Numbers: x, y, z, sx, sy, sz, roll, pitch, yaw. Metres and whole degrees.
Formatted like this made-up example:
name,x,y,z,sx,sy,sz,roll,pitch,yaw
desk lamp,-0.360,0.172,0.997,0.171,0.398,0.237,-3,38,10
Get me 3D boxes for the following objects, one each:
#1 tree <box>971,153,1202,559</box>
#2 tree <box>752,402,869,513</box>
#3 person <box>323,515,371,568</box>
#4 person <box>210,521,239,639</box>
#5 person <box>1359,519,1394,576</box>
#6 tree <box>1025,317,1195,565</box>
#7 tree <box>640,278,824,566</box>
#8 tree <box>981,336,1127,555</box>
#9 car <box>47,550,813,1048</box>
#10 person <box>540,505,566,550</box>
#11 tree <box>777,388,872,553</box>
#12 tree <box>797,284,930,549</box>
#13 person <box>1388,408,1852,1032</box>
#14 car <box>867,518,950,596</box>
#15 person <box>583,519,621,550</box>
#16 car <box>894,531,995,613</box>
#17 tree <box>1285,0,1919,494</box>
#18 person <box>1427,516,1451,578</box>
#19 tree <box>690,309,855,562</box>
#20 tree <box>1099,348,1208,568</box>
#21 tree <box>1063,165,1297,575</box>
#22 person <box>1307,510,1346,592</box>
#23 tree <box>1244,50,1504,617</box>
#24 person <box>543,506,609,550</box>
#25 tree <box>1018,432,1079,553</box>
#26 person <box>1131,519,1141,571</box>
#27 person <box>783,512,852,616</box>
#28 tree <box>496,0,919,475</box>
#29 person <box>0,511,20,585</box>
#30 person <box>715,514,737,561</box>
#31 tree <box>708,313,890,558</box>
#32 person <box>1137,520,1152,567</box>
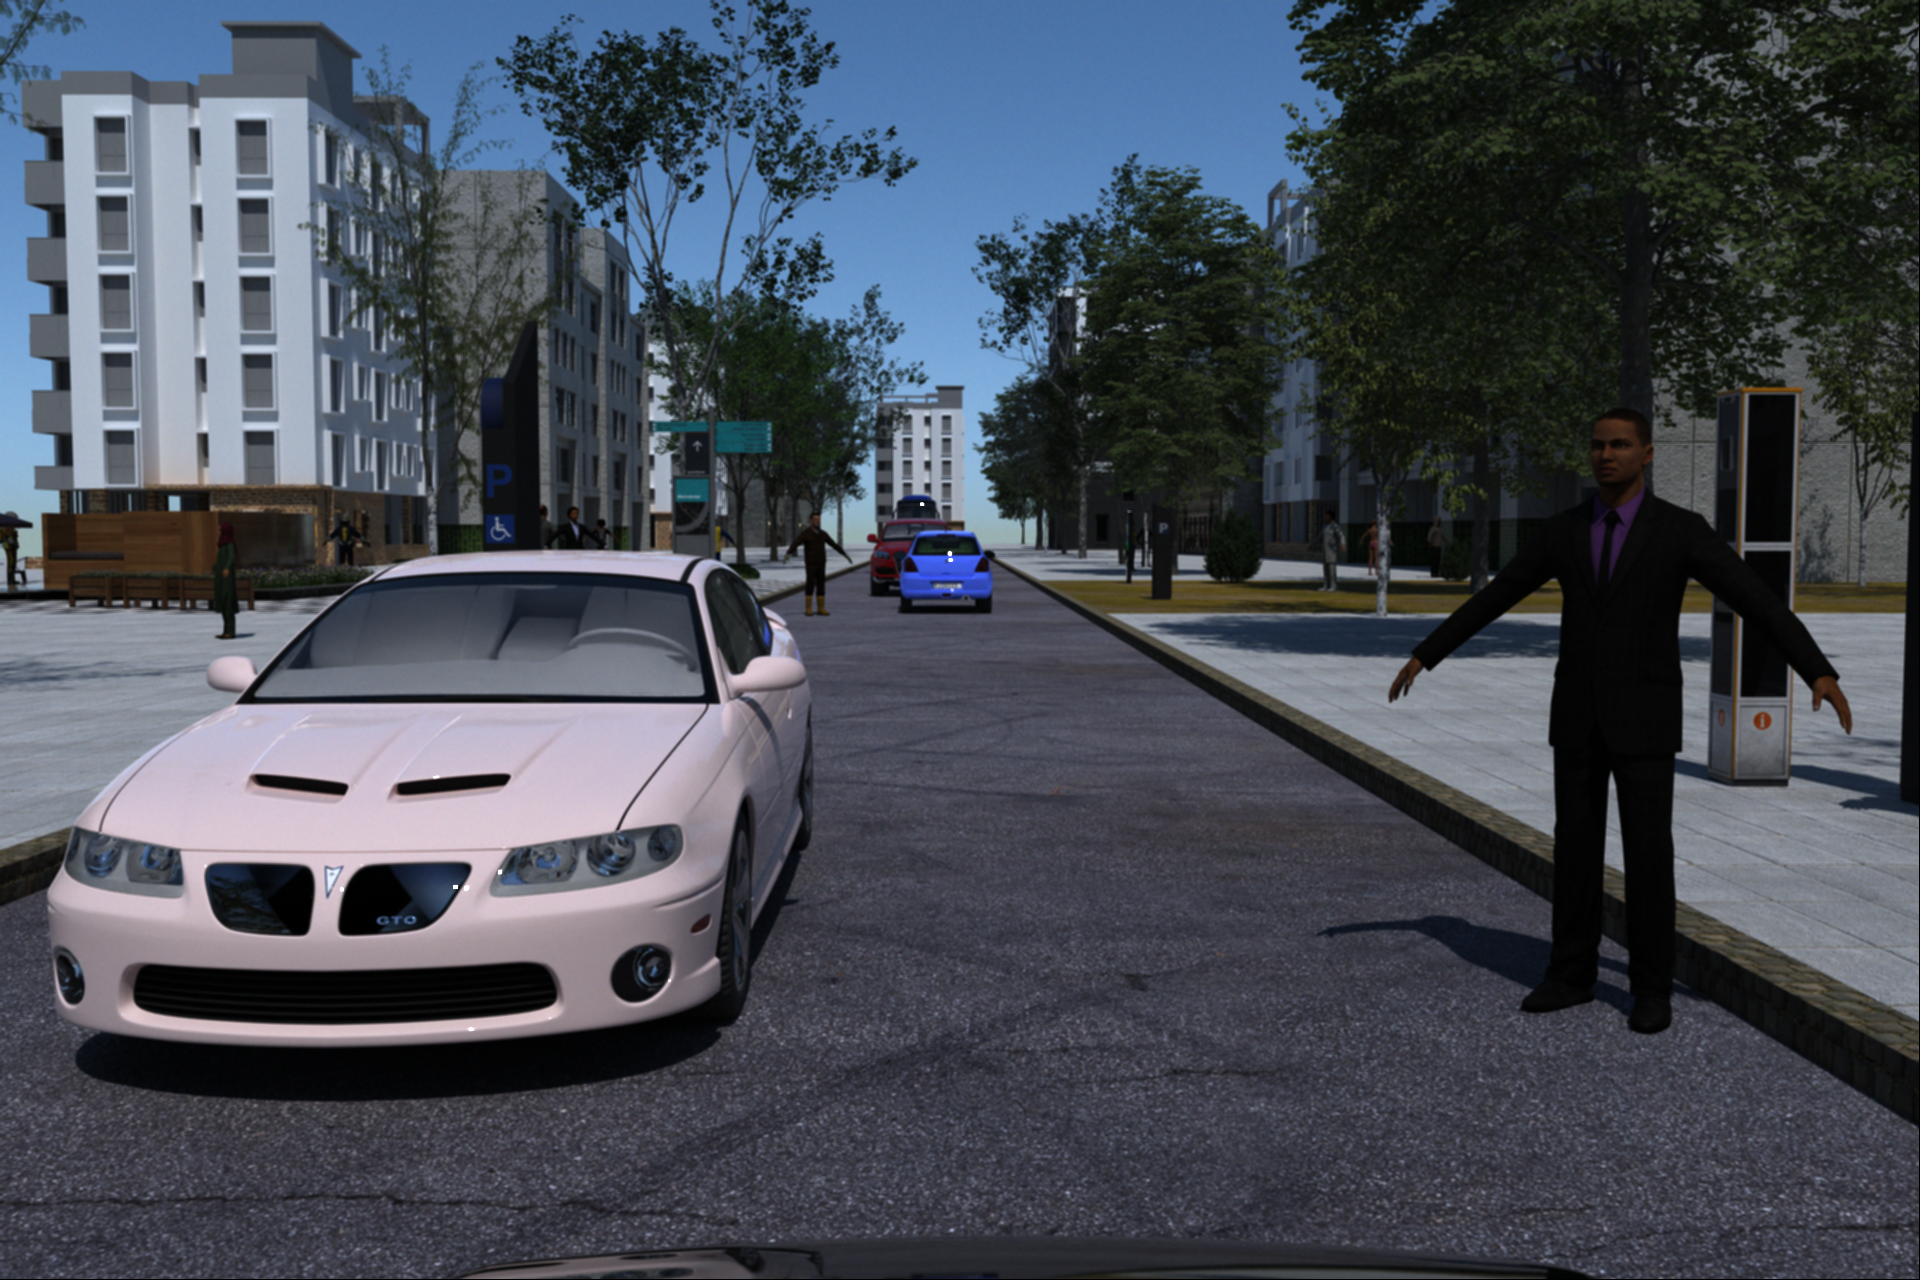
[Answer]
name,x,y,z,sx,sy,sz,roll,pitch,yaw
tree,6.526,-14.196,87.989,12.611,20.169,13.585,0,3,0
tree,-9.084,-10.543,106.790,7.601,10.594,8.767,2,4,25
person,-18.145,-2.779,51.208,1.354,1.856,0.705,-1,4,-11
person,-9.052,-0.734,21.212,0.599,1.438,0.989,-2,4,-32
person,12.861,-2.862,53.589,0.721,1.733,1.217,-3,5,-43
tree,6.506,-8.455,72.650,7.601,10.594,8.767,1,4,19
tree,-9.048,-8.860,70.619,9.928,11.665,9.643,0,3,0
tree,6.399,-12.080,107.880,12.009,13.543,11.850,0,3,0
car,-1.588,0.352,6.603,2.083,1.381,4.827,0,4,-1
person,-7.402,-1.501,30.820,1.348,1.796,0.705,1,4,19
tree,-9.486,-11.749,117.849,9.928,11.665,9.643,0,3,0
tree,-8.707,-16.898,132.163,12.611,20.169,13.585,0,3,0
person,1.932,0.217,5.138,1.346,1.802,0.704,3,5,41
car,-1.053,-2.015,41.611,2.281,1.827,5.304,0,3,0
person,-13.006,-3.469,62.862,1.345,1.843,0.704,-1,4,-8
car,-0.288,-1.410,32.647,1.945,1.707,3.694,0,4,-2
tree,6.554,-6.032,16.756,7.486,12.596,7.792,0,3,0
person,14.054,-2.744,50.987,0.705,1.813,1.348,3,5,42
tree,-8.742,-9.457,80.378,9.928,11.665,9.643,0,3,0
tree,7.028,-7.042,65.492,4.360,8.622,3.978,0,3,0
tree,6.841,-8.310,53.996,7.486,12.596,7.792,0,3,0
person,8.234,-1.987,38.678,0.705,1.806,1.347,-2,4,-24
tree,6.472,-4.653,26.437,4.737,8.622,4.395,0,3,0
person,-6.391,-1.353,28.840,1.216,1.740,0.721,-2,4,-31
tree,5.620,-10.261,118.122,4.360,8.622,3.978,0,3,0
person,6.011,-3.333,60.457,0.705,1.833,1.349,2,4,23
person,-2.527,-1.335,30.421,1.346,1.812,0.704,-2,4,-32
tree,-8.121,-12.204,55.426,12.611,20.169,13.585,0,3,0
person,-24.121,-2.344,44.087,0.705,1.858,1.354,-2,4,-26
person,-5.868,-2.116,41.068,1.216,1.772,0.721,-1,4,-23
tree,-9.016,-11.228,93.950,12.009,13.543,11.850,0,3,0
person,7.285,-3.769,67.553,0.705,1.837,1.347,-2,4,-34
